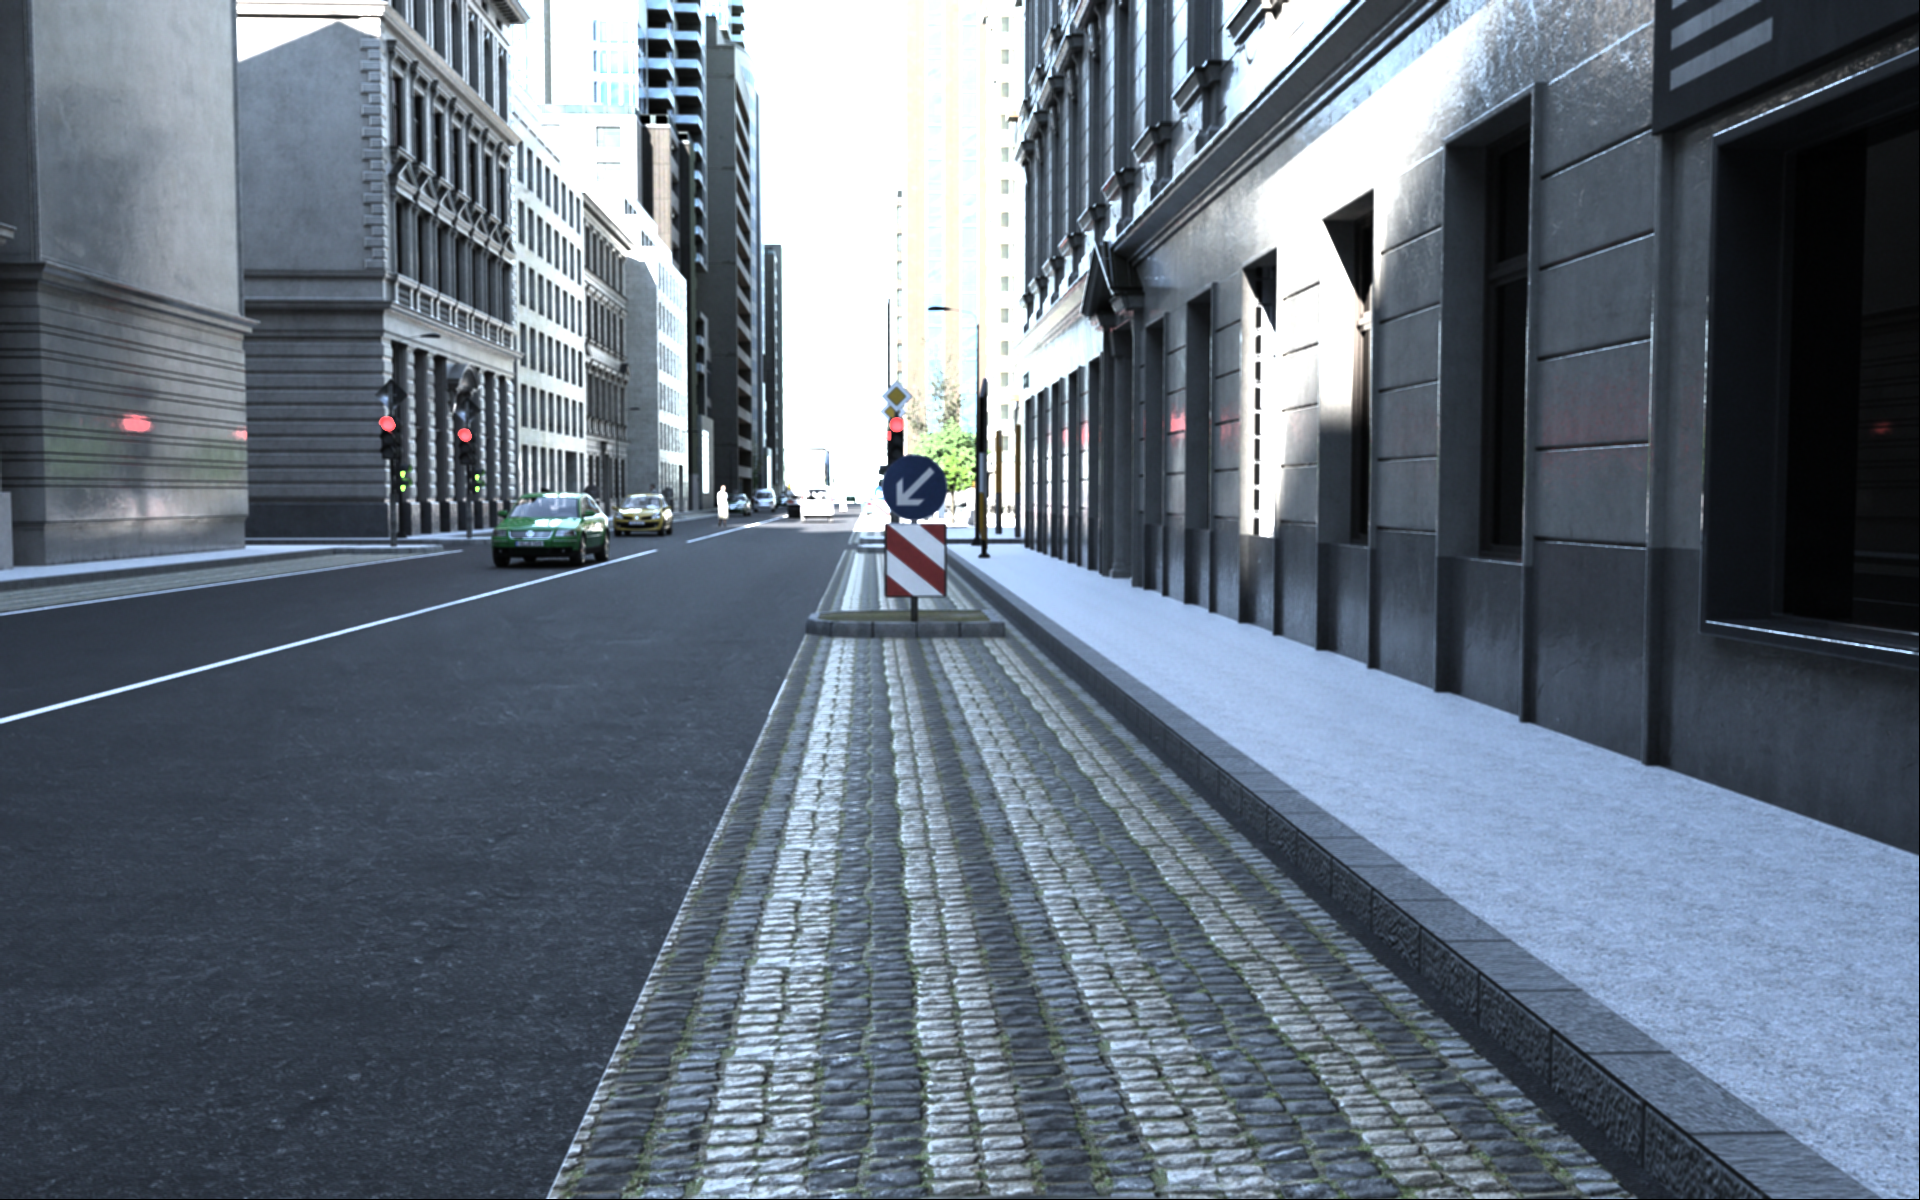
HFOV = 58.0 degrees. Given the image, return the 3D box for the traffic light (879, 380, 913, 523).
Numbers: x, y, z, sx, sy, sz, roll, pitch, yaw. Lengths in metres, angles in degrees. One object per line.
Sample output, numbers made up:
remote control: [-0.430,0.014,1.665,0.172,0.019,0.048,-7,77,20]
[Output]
traffic light: [-1.585,-3.300,42.873,0.839,4.253,0.868,0,4,-3]

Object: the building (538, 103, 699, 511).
building: [-27.751,-22.021,131.740,14.160,30.474,14.107,0,4,-3]

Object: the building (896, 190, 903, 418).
building: [0.817,-24.185,167.118,14.160,30.474,14.107,0,4,-3]

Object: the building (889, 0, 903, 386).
building: [2.911,-39.483,187.541,21.231,58.520,28.212,0,4,-3]

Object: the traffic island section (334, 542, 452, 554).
traffic island section: [-13.870,-1.228,42.364,2.009,0.180,2.903,0,4,-3]

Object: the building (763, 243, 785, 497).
building: [-35.265,-36.145,274.570,14.154,41.232,14.086,0,4,-3]

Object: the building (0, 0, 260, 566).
building: [-26.280,-12.138,34.612,21.152,22.565,11.583,0,4,-3]

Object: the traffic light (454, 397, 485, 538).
traffic light: [-14.238,-3.748,50.207,0.839,4.253,0.868,0,4,-3]

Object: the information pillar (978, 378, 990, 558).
information pillar: [0.472,-2.660,34.846,0.183,3.616,0.504,1,4,11]

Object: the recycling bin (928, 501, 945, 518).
recycling bin: [-1.264,-4.898,92.631,0.722,1.027,0.722,2,4,26]

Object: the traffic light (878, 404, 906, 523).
traffic light: [-1.993,-3.788,50.848,0.839,4.253,0.868,0,4,-3]

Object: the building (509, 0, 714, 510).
building: [-32.770,-51.354,152.314,22.319,86.520,31.000,0,4,-3]

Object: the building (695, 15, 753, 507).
building: [-33.146,-34.030,180.100,21.300,48.544,21.600,0,4,-3]

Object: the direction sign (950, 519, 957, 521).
direction sign: [-0.324,-5.466,81.362,0.876,3.537,0.379,3,5,41]

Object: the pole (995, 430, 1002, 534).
pole: [1.240,-3.764,55.382,0.158,3.312,0.155,0,3,0]

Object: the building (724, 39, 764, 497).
building: [-36.704,-41.570,221.660,21.231,58.520,28.212,0,4,-3]

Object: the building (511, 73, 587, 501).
building: [-23.470,-13.635,77.691,10.420,20.320,16.860,0,4,-3]

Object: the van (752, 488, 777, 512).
van: [-15.521,-7.986,137.580,2.013,2.044,4.112,0,4,-4]

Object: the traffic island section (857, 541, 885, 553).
traffic island section: [-1.544,-1.267,42.989,2.009,0.180,2.903,0,4,-3]

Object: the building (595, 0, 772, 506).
building: [-38.361,-57.354,250.411,22.319,86.520,31.000,0,4,-3]

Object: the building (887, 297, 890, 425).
building: [-3.706,-29.497,253.974,14.160,30.474,14.107,0,4,-3]

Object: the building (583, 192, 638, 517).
building: [-24.368,-14.136,95.745,10.561,19.102,19.286,0,4,-3]

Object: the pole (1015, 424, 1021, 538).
pole: [1.701,-3.486,50.845,0.158,3.312,0.155,0,3,0]

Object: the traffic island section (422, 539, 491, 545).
traffic island section: [-14.278,-1.716,50.339,2.009,0.180,2.903,0,4,-3]

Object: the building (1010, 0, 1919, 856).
building: [10.467,-14.955,20.935,17.030,29.872,44.131,0,4,-3]

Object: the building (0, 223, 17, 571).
building: [-21.741,-14.055,17.186,14.401,28.519,23.554,0,4,-3]

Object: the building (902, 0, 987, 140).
building: [2.472,-29.844,138.067,14.600,45.320,14.200,0,4,-3]

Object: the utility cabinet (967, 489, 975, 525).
utility cabinet: [0.560,-3.797,70.757,0.318,1.500,1.173,1,4,13]

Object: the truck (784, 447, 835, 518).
truck: [-9.445,-7.337,108.865,2.839,4.237,11.283,0,4,-2]

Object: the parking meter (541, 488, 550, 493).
parking meter: [-17.256,-3.896,72.117,0.372,1.533,0.369,0,3,0]

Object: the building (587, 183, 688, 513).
building: [-24.261,-15.915,114.968,10.420,20.320,16.860,0,4,-3]

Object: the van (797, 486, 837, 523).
van: [-7.284,-4.970,88.275,2.013,2.044,4.112,0,4,-5]

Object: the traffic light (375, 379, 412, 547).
traffic light: [-13.829,-3.261,42.232,0.839,4.253,0.868,0,4,-3]

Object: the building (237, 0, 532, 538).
building: [-21.964,-14.068,58.889,11.050,23.489,19.941,0,4,-3]

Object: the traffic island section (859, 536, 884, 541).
traffic island section: [-1.953,-1.754,50.964,2.009,0.180,2.903,0,4,-3]

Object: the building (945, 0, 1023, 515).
building: [14.440,-25.851,114.539,32.217,40.220,23.993,0,4,-3]

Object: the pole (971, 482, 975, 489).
pole: [0.651,-5.524,84.153,0.158,3.312,0.155,0,3,0]
